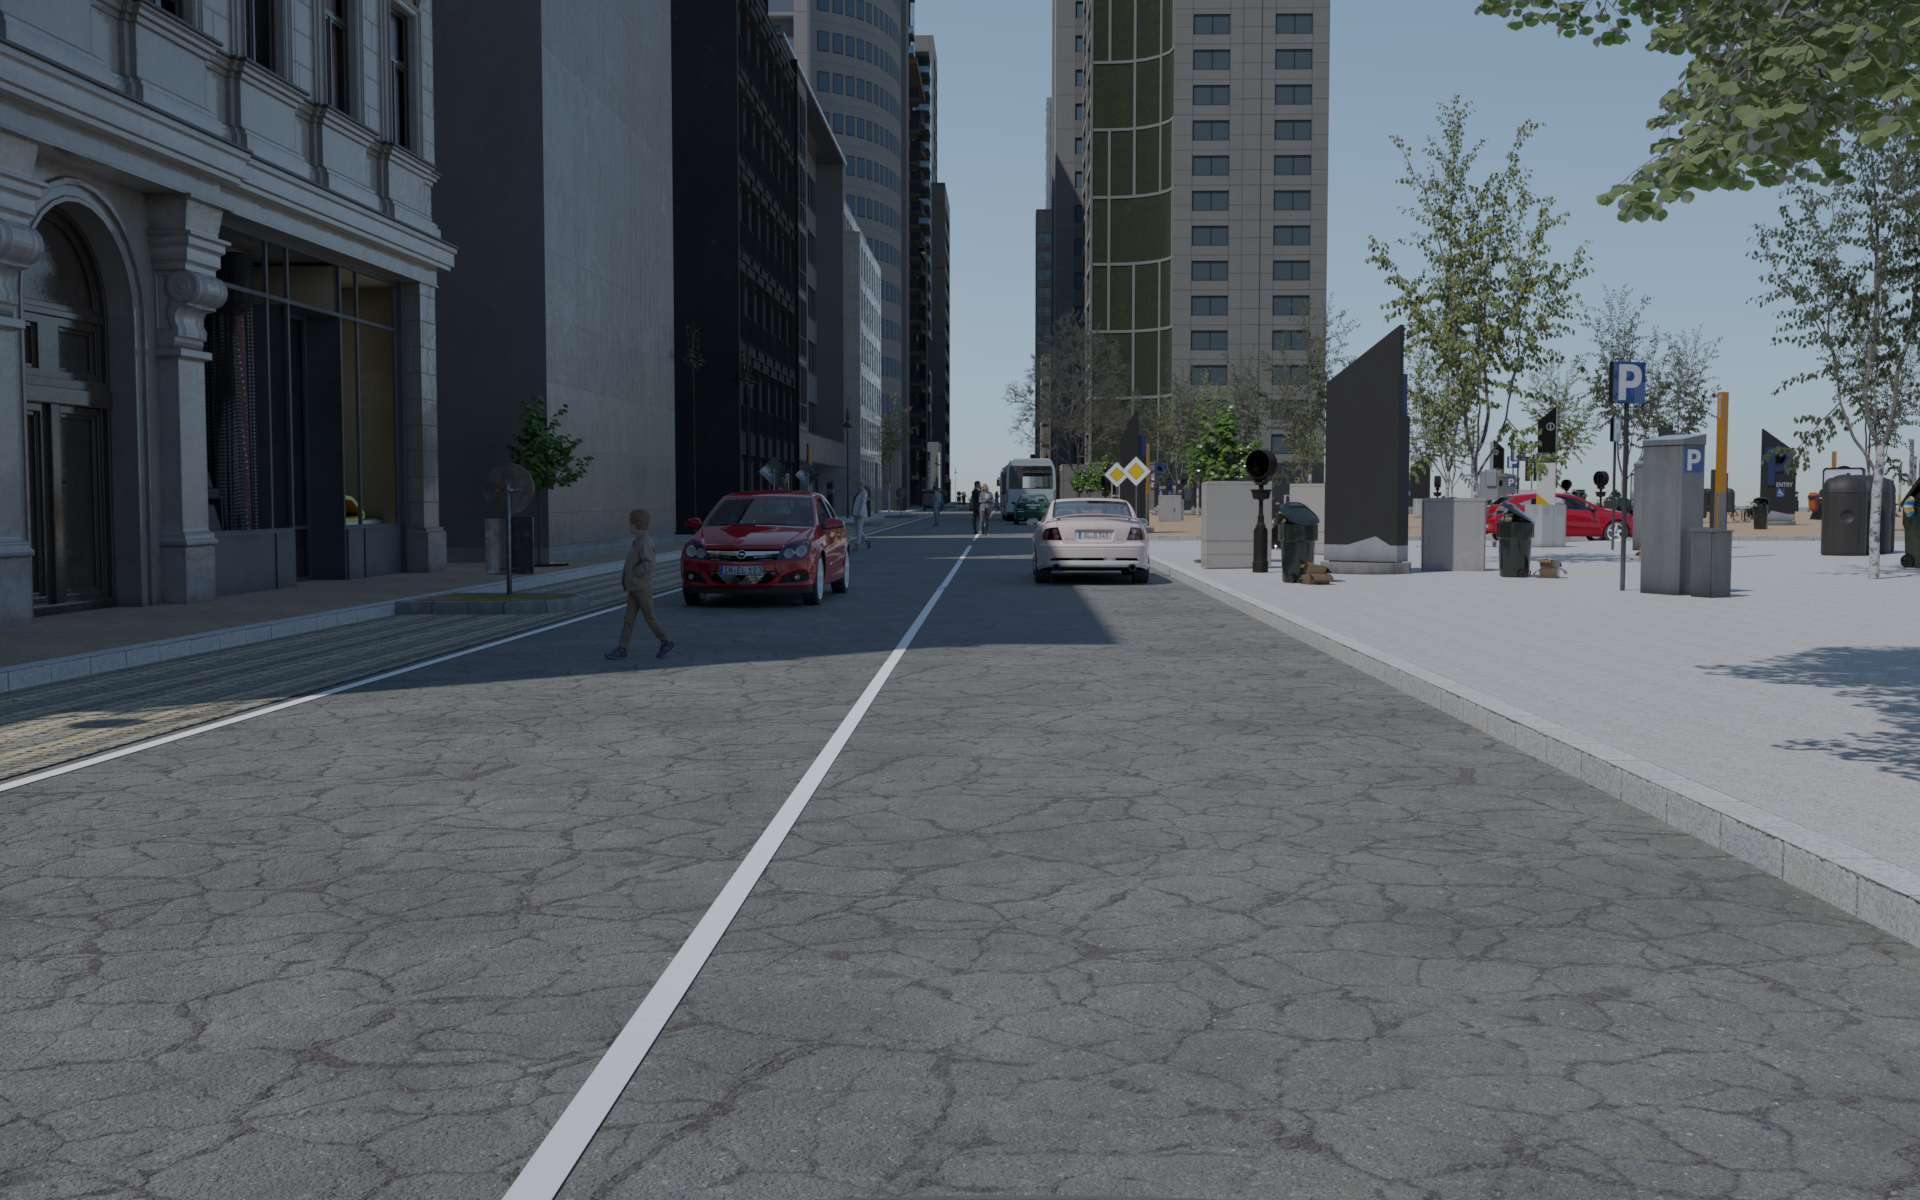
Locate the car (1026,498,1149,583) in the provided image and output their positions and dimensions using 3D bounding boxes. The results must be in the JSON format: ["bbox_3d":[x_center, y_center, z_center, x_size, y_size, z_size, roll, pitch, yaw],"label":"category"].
[{"bbox_3d":[2.171,-1.039,29.344,2.083,1.381,4.827,0,4,2],"label":"car"}]

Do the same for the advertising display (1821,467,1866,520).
[{"bbox_3d":[21.387,-2.247,41.948,0.123,1.923,0.974,-3,5,-40],"label":"advertising display"}]

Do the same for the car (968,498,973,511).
[{"bbox_3d":[1.655,-8.223,144.673,2.015,1.641,3.980,0,4,0],"label":"car"}]

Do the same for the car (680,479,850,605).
[{"bbox_3d":[-2.600,-0.899,23.741,2.155,1.783,4.494,0,4,3],"label":"car"}]

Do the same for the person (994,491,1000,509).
[{"bbox_3d":[3.634,-9.881,170.717,0.621,1.740,0.551,2,4,29],"label":"person"}]

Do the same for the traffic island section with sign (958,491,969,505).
[{"bbox_3d":[-0.050,-13.952,236.748,1.989,1.847,2.006,0,4,1],"label":"traffic island section with sign"}]

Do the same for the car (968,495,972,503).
[{"bbox_3d":[2.079,-12.668,219.122,2.014,1.417,4.499,0,4,2],"label":"car"}]

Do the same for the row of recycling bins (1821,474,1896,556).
[{"bbox_3d":[19.332,-1.837,37.141,1.069,1.692,3.534,3,5,39],"label":"row of recycling bins"}]

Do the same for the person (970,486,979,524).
[{"bbox_3d":[0.832,-4.619,83.890,0.748,1.841,0.638,-1,4,-23],"label":"person"}]

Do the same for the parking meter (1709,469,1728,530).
[{"bbox_3d":[17.967,-2.159,41.012,0.399,1.863,0.255,-3,4,-37],"label":"parking meter"}]

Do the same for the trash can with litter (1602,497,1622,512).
[{"bbox_3d":[26.699,-3.631,70.758,0.624,1.170,1.055,3,5,40],"label":"trash can with litter"}]

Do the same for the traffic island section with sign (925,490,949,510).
[{"bbox_3d":[-2.214,-8.878,153.789,1.989,1.847,2.006,0,4,1],"label":"traffic island section with sign"}]

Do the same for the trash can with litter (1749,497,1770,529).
[{"bbox_3d":[29.159,-3.165,63.135,0.624,1.170,1.055,2,4,30],"label":"trash can with litter"}]

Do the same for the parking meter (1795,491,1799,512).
[{"bbox_3d":[61.302,-7.252,126.979,0.372,1.533,0.369,0,3,0],"label":"parking meter"}]

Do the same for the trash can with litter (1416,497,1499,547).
[{"bbox_3d":[12.287,-1.893,42.007,2.233,1.210,1.678,1,4,21],"label":"trash can with litter"}]

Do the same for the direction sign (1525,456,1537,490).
[{"bbox_3d":[34.422,-6.868,104.284,0.876,3.537,0.379,-1,4,-9],"label":"direction sign"}]

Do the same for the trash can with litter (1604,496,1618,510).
[{"bbox_3d":[21.740,-2.790,56.666,2.233,1.210,1.678,2,4,26],"label":"trash can with litter"}]

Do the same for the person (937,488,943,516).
[{"bbox_3d":[-1.438,-6.457,113.933,0.638,1.841,0.748,-1,4,-13],"label":"person"}]

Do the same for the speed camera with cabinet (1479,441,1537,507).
[{"bbox_3d":[20.666,-4.338,65.269,2.038,3.252,0.660,0,4,6],"label":"speed camera with cabinet"}]

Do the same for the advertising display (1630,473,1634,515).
[{"bbox_3d":[21.063,-2.951,53.462,0.123,1.923,0.974,-1,4,-19],"label":"advertising display"}]

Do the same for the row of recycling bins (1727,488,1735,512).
[{"bbox_3d":[53.291,-7.067,122.664,1.069,1.692,3.534,-2,4,-27],"label":"row of recycling bins"}]

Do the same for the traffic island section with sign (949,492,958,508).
[{"bbox_3d":[-1.506,-10.526,180.735,1.989,1.847,2.006,0,4,1],"label":"traffic island section with sign"}]

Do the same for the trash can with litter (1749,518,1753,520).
[{"bbox_3d":[40.496,-4.683,87.622,2.233,1.210,1.678,-2,4,-26],"label":"trash can with litter"}]

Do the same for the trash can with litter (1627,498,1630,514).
[{"bbox_3d":[25.096,-3.216,63.966,1.055,1.170,0.624,-3,5,-41],"label":"trash can with litter"}]

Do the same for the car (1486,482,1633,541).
[{"bbox_3d":[17.522,-2.533,50.452,4.494,1.783,2.155,0,4,1],"label":"car"}]

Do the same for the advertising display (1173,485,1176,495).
[{"bbox_3d":[15.464,-7.380,125.871,0.123,1.923,0.974,3,4,37],"label":"advertising display"}]

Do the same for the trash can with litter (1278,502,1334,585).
[{"bbox_3d":[5.022,-0.825,24.874,0.624,1.170,1.055,-1,4,-20],"label":"trash can with litter"}]

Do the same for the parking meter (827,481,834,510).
[{"bbox_3d":[-5.736,-4.342,76.699,0.255,1.863,0.399,1,4,12],"label":"parking meter"}]

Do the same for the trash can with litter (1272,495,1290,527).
[{"bbox_3d":[11.636,-3.455,67.550,2.233,1.210,1.678,0,4,-3],"label":"trash can with litter"}]

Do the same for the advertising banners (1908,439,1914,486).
[{"bbox_3d":[30.722,-3.631,55.560,2.074,3.025,0.090,-3,5,-44],"label":"advertising banners"}]

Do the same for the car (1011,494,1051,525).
[{"bbox_3d":[3.471,-4.323,82.471,2.131,1.459,4.920,0,4,2],"label":"car"}]

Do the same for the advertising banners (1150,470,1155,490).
[{"bbox_3d":[14.954,-8.045,127.720,2.074,3.025,0.090,1,4,17],"label":"advertising banners"}]

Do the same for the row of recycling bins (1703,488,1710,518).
[{"bbox_3d":[38.005,-5.229,92.606,3.534,1.692,1.069,1,4,14],"label":"row of recycling bins"}]

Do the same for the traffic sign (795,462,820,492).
[{"bbox_3d":[-4.786,-3.110,54.499,0.795,2.450,0.064,0,4,1],"label":"traffic sign"}]

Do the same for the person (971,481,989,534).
[{"bbox_3d":[0.692,-3.290,61.659,0.474,1.900,0.648,-3,4,-37],"label":"person"}]

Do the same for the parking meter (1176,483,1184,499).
[{"bbox_3d":[11.434,-5.162,90.113,0.399,1.863,0.255,0,4,-4],"label":"parking meter"}]

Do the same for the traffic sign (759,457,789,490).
[{"bbox_3d":[-4.995,-2.622,46.516,0.795,2.450,0.064,0,4,1],"label":"traffic sign"}]

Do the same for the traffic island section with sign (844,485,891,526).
[{"bbox_3d":[-4.222,-4.182,76.997,1.989,1.847,2.006,0,4,1],"label":"traffic island section with sign"}]

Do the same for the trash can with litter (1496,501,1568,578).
[{"bbox_3d":[8.809,-0.935,26.675,1.055,1.170,0.624,2,4,27],"label":"trash can with litter"}]

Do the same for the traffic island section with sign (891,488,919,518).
[{"bbox_3d":[-3.501,-5.858,104.404,1.989,1.847,2.006,0,4,1],"label":"traffic island section with sign"}]

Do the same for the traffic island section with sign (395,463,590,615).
[{"bbox_3d":[-5.680,-0.781,21.396,1.989,1.847,2.006,0,4,1],"label":"traffic island section with sign"}]

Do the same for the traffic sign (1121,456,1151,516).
[{"bbox_3d":[4.695,-2.606,46.243,0.795,2.450,0.064,0,4,1],"label":"traffic sign"}]

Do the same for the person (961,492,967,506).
[{"bbox_3d":[0.447,-12.629,215.715,1.217,1.736,0.721,-3,5,-41],"label":"person"}]

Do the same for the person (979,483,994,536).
[{"bbox_3d":[0.922,-3.132,59.891,0.537,1.800,0.526,0,4,-1],"label":"person"}]

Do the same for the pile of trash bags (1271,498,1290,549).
[{"bbox_3d":[7.534,-1.843,39.888,3.447,1.369,1.912,0,4,3],"label":"pile of trash bags"}]

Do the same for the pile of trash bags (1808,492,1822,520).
[{"bbox_3d":[43.500,-4.712,86.785,3.447,1.369,1.912,-3,4,-37],"label":"pile of trash bags"}]

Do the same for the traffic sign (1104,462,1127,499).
[{"bbox_3d":[4.904,-3.094,54.226,0.795,2.450,0.064,0,4,1],"label":"traffic sign"}]
